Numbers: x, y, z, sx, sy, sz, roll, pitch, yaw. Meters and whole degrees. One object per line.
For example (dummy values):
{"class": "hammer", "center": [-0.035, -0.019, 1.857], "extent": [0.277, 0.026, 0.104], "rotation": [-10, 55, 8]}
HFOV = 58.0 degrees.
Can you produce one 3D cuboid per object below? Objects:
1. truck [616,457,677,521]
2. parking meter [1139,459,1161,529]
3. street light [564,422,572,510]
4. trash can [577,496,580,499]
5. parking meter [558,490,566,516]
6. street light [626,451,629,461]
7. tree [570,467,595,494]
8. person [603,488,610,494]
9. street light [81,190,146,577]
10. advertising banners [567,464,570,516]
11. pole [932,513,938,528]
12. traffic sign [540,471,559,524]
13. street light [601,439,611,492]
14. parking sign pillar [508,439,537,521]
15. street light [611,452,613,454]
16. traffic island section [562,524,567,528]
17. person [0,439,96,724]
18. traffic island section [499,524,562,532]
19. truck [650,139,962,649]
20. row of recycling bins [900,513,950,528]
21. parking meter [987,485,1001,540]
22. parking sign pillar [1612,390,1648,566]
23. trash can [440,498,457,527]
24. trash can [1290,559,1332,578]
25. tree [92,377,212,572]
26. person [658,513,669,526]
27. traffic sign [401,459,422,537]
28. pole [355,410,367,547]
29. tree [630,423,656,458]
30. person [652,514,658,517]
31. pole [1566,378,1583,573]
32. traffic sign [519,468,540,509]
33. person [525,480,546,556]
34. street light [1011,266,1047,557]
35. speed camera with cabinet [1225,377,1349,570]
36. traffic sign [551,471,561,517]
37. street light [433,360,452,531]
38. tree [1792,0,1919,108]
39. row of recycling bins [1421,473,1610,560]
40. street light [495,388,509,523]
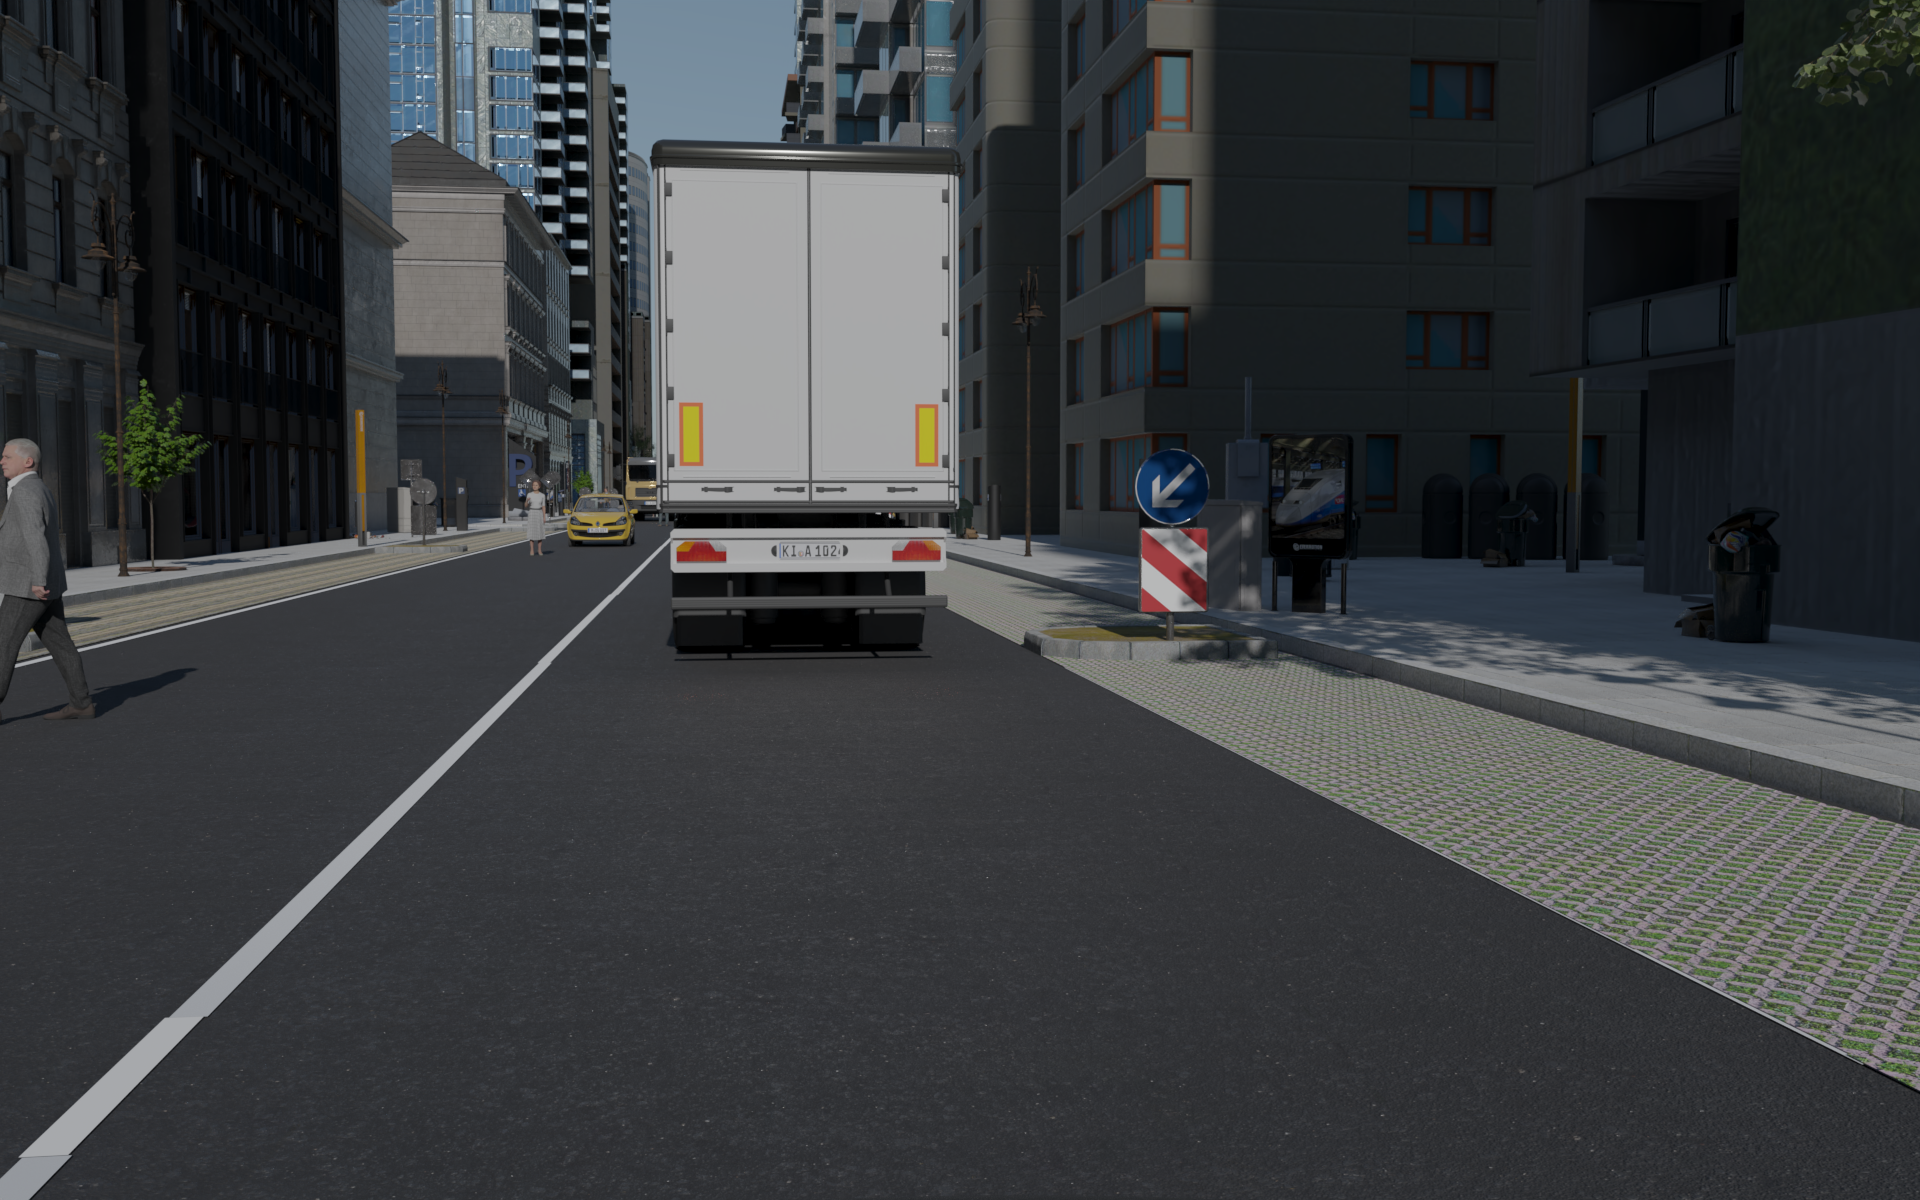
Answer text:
{"class": "truck", "center": [-16.530, -5.951, 93.219], "extent": [3.469, 3.379, 9.791], "rotation": [0, 4, -8]}
{"class": "parking meter", "center": [3.156, -1.408, 28.733], "extent": [0.255, 1.863, 0.399], "rotation": [2, 4, 32]}
{"class": "street light", "center": [-24.569, -8.318, 108.792], "extent": [0.468, 5.910, 1.993], "rotation": [0, 4, -8]}
{"class": "trash can", "center": [-25.837, -6.544, 118.645], "extent": [0.748, 1.137, 0.748], "rotation": [0, 3, 0]}
{"class": "parking meter", "center": [-26.583, -6.579, 115.978], "extent": [0.372, 1.533, 0.369], "rotation": [0, 3, 0]}
{"class": "street light", "center": [-35.169, -12.905, 183.791], "extent": [0.468, 5.910, 1.993], "rotation": [0, 4, -8]}
{"class": "tree", "center": [-27.607, -8.210, 128.831], "extent": [1.663, 3.219, 1.824], "rotation": [0, 3, 0]}
{"class": "person", "center": [-23.159, -6.406, 113.148], "extent": [0.836, 1.842, 0.656], "rotation": [3, 4, 38]}
{"class": "street light", "center": [-13.010, -3.302, 26.770], "extent": [0.468, 5.910, 1.993], "rotation": [0, 4, -8]}
{"class": "advertising banners", "center": [-23.363, -6.551, 103.290], "extent": [0.090, 3.025, 2.074], "rotation": [-1, 4, -10]}
{"class": "pole", "center": [-0.858, -4.036, 59.839], "extent": [0.158, 3.312, 0.155], "rotation": [0, 3, 0]}
{"class": "traffic sign", "center": [-17.754, -4.361, 74.946], "extent": [0.795, 2.450, 0.064], "rotation": [0, 4, -8]}
{"class": "street light", "center": [-29.274, -10.382, 142.531], "extent": [0.468, 5.910, 1.993], "rotation": [0, 4, -8]}
{"class": "parking sign pillar", "center": [-21.154, -5.827, 83.741], "extent": [1.447, 3.967, 1.447], "rotation": [0, 4, -3]}
{"class": "street light", "center": [-30.458, -10.878, 150.646], "extent": [0.468, 5.910, 1.993], "rotation": [0, 4, -8]}
{"class": "traffic island section", "center": [-17.776, -3.225, 75.004], "extent": [2.009, 0.180, 2.903], "rotation": [0, 4, -8]}
{"class": "person", "center": [-5.888, -0.117, 10.815], "extent": [0.834, 1.777, 0.661], "rotation": [-2, 4, -29]}
{"class": "traffic island section", "center": [-16.661, -2.741, 67.097], "extent": [2.009, 0.180, 2.903], "rotation": [0, 4, -8]}
{"class": "truck", "center": [-1.971, -1.866, 19.422], "extent": [2.839, 4.237, 11.283], "rotation": [0, 4, -8]}
{"class": "row of recycling bins", "center": [-1.313, -3.666, 67.053], "extent": [1.069, 1.692, 3.534], "rotation": [-3, 4, -37]}
{"class": "parking meter", "center": [0.949, -2.429, 48.122], "extent": [0.372, 1.533, 0.369], "rotation": [0, 3, 0]}
{"class": "parking sign pillar", "center": [12.550, -2.612, 31.172], "extent": [1.447, 3.967, 1.447], "rotation": [2, 4, 30]}
{"class": "trash can", "center": [-19.827, -3.398, 67.215], "extent": [0.748, 1.137, 0.748], "rotation": [0, 3, 0]}
{"class": "trash can", "center": [5.187, -0.852, 25.586], "extent": [0.748, 1.137, 0.748], "rotation": [0, 3, 0]}
{"class": "tree", "center": [-13.674, -2.102, 28.970], "extent": [1.663, 3.219, 1.824], "rotation": [0, 3, 0]}
{"class": "person", "center": [-13.178, -4.182, 77.053], "extent": [0.661, 1.801, 0.590], "rotation": [-2, 4, -27]}
{"class": "traffic sign", "center": [-16.227, -3.005, 51.260], "extent": [0.606, 2.300, 0.079], "rotation": [0, 4, -7]}
{"class": "pole", "center": [-14.554, -2.951, 42.088], "extent": [0.158, 3.312, 0.155], "rotation": [0, 3, 0]}
{"class": "tree", "center": [-41.540, -17.768, 224.926], "extent": [8.767, 10.594, 7.601], "rotation": [0, 4, -7]}
{"class": "person", "center": [-19.093, -5.765, 107.780], "extent": [0.505, 1.210, 0.382], "rotation": [-2, 4, -30]}
{"class": "pole", "center": [10.016, -2.102, 28.217], "extent": [0.158, 3.312, 0.155], "rotation": [0, 3, 0]}
{"class": "traffic sign", "center": [-16.638, -3.877, 67.039], "extent": [0.795, 2.450, 0.064], "rotation": [0, 4, -8]}
{"class": "person", "center": [-9.874, -1.911, 40.313], "extent": [0.480, 1.755, 0.524], "rotation": [-1, 4, -23]}
{"class": "street light", "center": [1.396, -3.827, 35.359], "extent": [0.468, 5.910, 1.993], "rotation": [0, 4, -8]}
{"class": "speed camera with cabinet", "center": [5.575, -2.151, 29.509], "extent": [2.038, 3.252, 0.660], "rotation": [0, 4, 4]}
{"class": "traffic sign", "center": [-22.317, -5.810, 95.106], "extent": [0.768, 2.556, 0.104], "rotation": [0, 4, -1]}
{"class": "street light", "center": [-17.882, -5.335, 60.007], "extent": [0.468, 5.910, 1.993], "rotation": [0, 4, -8]}
{"class": "tree", "center": [6.338, -5.459, 7.384], "extent": [7.486, 12.596, 7.792], "rotation": [0, 3, 0]}
{"class": "row of recycling bins", "center": [10.928, -1.654, 34.154], "extent": [3.534, 1.692, 1.069], "rotation": [1, 4, 17]}
{"class": "street light", "center": [-19.971, -6.295, 75.719], "extent": [0.468, 5.910, 1.993], "rotation": [0, 4, -8]}
